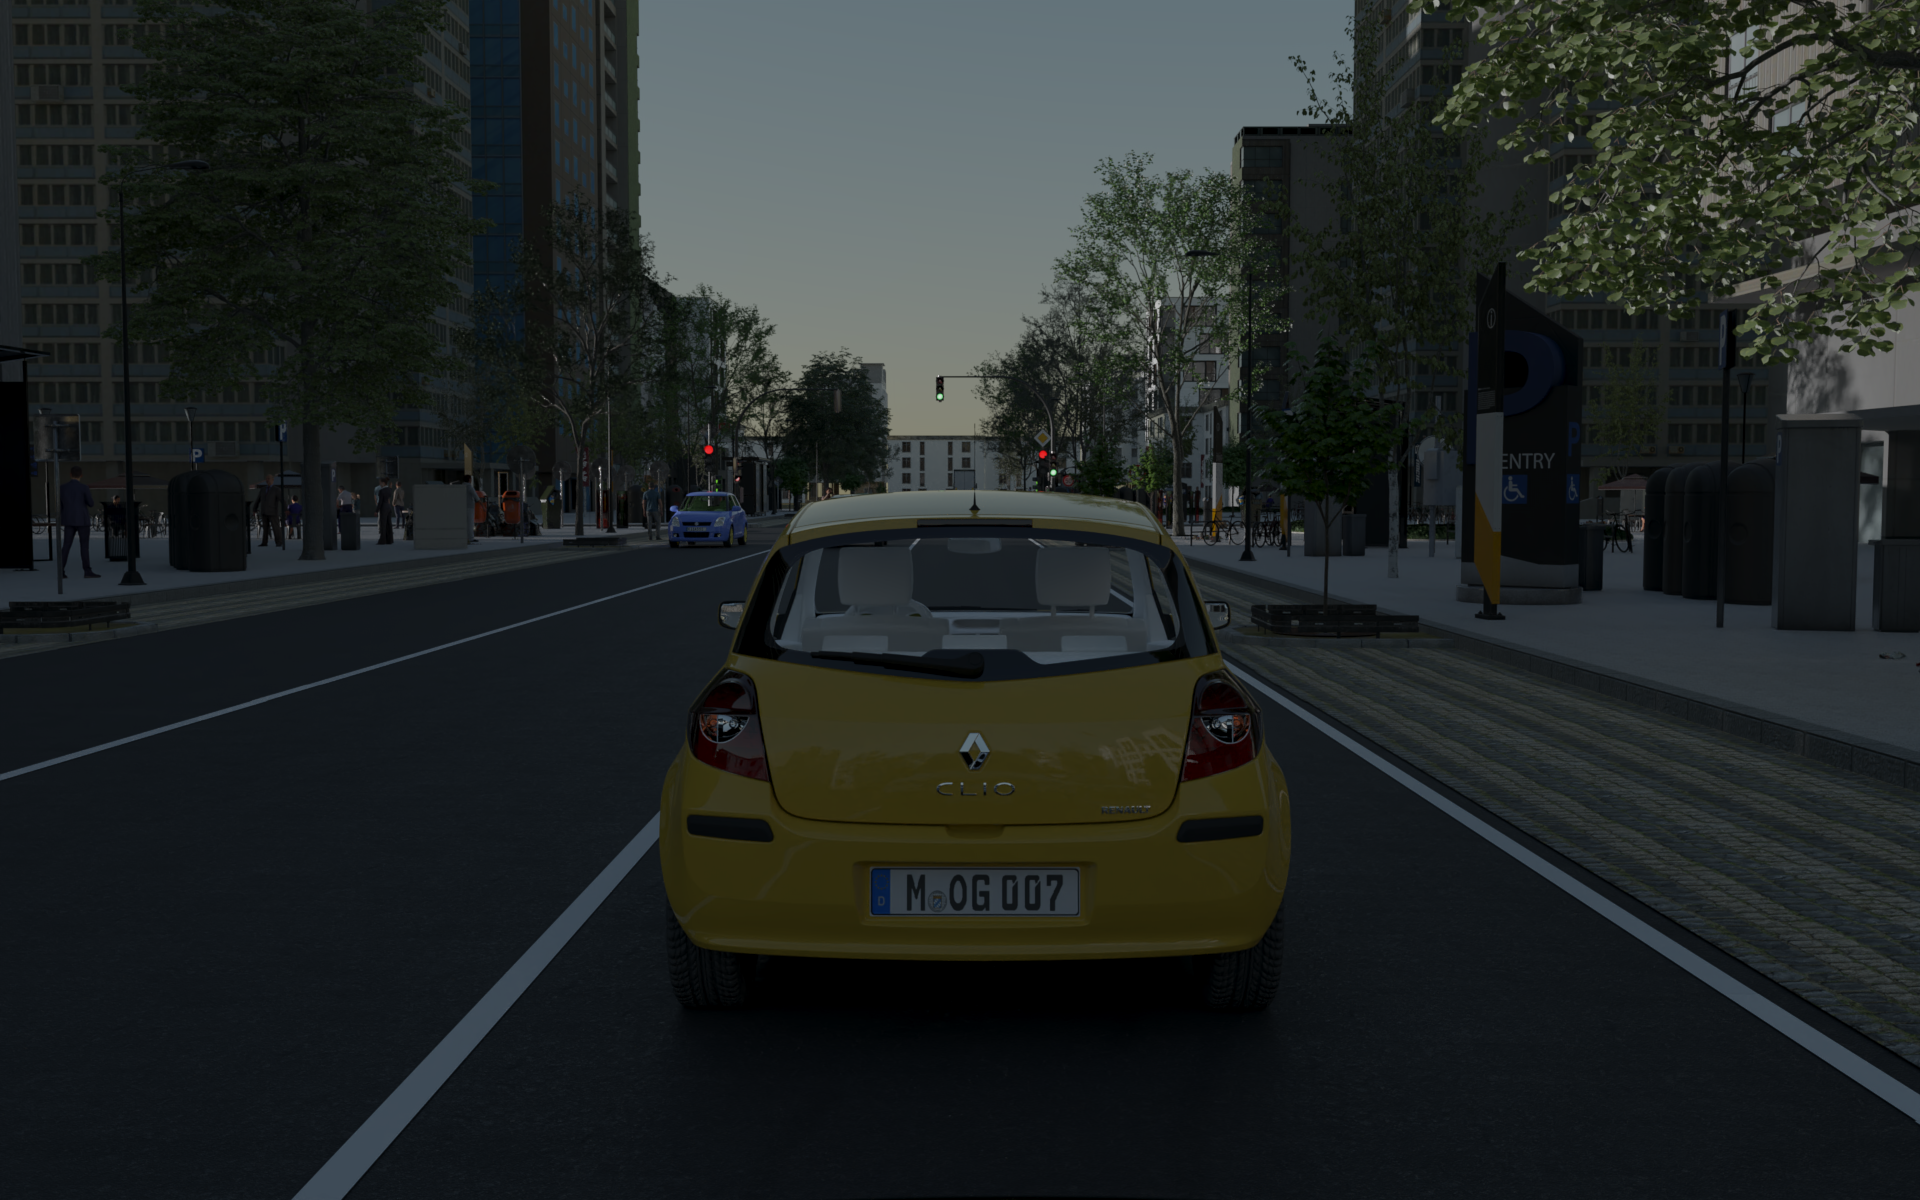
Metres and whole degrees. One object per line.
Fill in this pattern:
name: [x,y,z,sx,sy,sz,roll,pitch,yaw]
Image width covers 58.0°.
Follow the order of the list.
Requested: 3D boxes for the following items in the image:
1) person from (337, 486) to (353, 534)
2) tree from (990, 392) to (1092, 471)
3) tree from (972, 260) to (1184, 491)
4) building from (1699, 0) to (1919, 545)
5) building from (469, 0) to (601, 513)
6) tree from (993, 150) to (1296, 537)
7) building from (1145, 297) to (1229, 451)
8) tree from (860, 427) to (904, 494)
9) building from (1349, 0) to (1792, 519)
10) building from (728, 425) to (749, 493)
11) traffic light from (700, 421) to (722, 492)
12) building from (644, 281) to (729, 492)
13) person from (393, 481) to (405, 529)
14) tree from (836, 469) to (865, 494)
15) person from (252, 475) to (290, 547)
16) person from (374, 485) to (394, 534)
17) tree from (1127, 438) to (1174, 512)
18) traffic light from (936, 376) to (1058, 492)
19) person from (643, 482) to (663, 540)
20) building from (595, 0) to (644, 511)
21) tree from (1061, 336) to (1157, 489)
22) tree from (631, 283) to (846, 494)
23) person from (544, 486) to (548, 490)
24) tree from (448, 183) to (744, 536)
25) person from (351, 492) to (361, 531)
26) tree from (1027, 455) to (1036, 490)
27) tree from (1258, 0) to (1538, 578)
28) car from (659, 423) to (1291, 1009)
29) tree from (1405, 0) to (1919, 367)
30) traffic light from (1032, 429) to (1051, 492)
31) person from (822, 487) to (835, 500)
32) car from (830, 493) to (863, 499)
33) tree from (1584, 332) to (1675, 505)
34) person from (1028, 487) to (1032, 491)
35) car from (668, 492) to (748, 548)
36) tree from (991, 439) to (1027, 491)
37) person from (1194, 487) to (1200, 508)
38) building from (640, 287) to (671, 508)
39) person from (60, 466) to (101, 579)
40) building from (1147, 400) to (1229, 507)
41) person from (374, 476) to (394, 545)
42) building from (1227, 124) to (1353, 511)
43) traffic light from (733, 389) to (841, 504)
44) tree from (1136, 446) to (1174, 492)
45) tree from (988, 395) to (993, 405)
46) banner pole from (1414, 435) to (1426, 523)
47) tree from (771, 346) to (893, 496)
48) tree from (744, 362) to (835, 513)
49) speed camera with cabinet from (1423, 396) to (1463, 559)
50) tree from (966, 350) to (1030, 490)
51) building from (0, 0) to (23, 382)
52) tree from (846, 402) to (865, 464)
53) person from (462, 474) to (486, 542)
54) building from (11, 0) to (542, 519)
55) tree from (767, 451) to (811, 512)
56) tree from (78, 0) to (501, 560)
person: [-19.700,-2.879,55.334,0.590,1.554,0.614,2,4,32]
tree: [6.536,-12.604,140.487,8.767,10.594,7.601,0,4,6]
tree: [6.453,-11.064,91.259,12.009,13.543,11.850,0,3,0]
building: [34.355,-27.273,35.159,28.713,52.752,27.495,0,3,0]
building: [-33.121,-28.633,118.257,14.600,45.320,14.200,0,3,0]
tree: [6.573,-7.755,52.553,9.928,11.665,9.643,0,3,0]
building: [34.664,-21.522,195.852,27.936,21.610,32.646,0,3,0]
tree: [-11.785,-17.857,226.380,7.601,10.594,8.767,3,4,37]
building: [37.019,-25.121,102.607,23.993,40.220,32.217,0,3,0]
building: [-40.252,-16.237,207.621,28.070,9.664,9.099,0,3,0]
traffic light: [-9.596,-4.754,66.644,0.839,4.253,0.868,0,3,0]
building: [-39.865,-20.408,177.641,27.936,21.610,32.646,0,3,0]
person: [-20.965,-3.537,64.408,0.750,1.759,0.617,3,4,36]
tree: [-11.782,-12.299,184.810,4.285,4.588,4.351,0,3,0]
person: [-16.833,-2.182,42.264,0.990,1.755,0.434,1,4,14]
person: [-18.611,-3.046,55.971,0.598,1.807,0.434,3,4,38]
tree: [6.558,-4.032,60.528,1.663,3.219,1.824,0,3,0]
traffic light: [1.453,-5.618,66.520,4.771,5.953,1.251,0,3,0]
person: [-9.532,-2.764,53.821,0.598,1.807,0.434,1,4,10]
building: [-32.635,-27.456,132.498,14.154,41.232,14.086,0,3,0]
tree: [6.648,-7.935,80.095,4.360,8.622,3.978,0,3,0]
tree: [-12.373,-9.828,86.442,9.928,11.665,9.643,0,3,0]
person: [-18.206,-4.209,76.324,0.415,1.643,0.593,-1,4,-19]
tree: [-11.839,-7.251,52.961,8.767,10.594,7.601,0,4,5]
person: [-21.122,-3.098,60.605,0.435,1.345,0.340,1,4,15]
tree: [6.928,-16.045,212.693,4.360,8.622,3.978,0,3,0]
tree: [6.589,-4.632,26.099,4.737,8.622,4.395,0,3,0]
car: [0.051,0.243,6.250,2.015,1.641,3.980,0,4,0]
tree: [6.658,-5.609,9.828,7.486,12.596,7.792,0,3,0]
traffic light: [3.544,-5.243,74.647,0.839,4.253,0.868,0,3,0]
person: [-4.061,-2.687,53.889,0.517,1.644,0.566,1,4,19]
car: [-2.894,-2.314,47.622,2.009,1.686,4.222,0,3,0]
tree: [30.577,-7.908,79.657,4.737,8.622,4.395,0,3,0]
person: [5.486,-7.800,133.445,0.599,1.838,0.709,-2,4,-31]
car: [-6.903,-2.320,47.524,1.945,1.707,3.694,0,4,2]
tree: [5.708,-15.703,207.101,4.360,8.622,3.978,0,3,0]
person: [16.493,-7.000,120.629,0.434,1.807,0.598,-2,4,-26]
building: [-34.768,-18.304,155.696,16.016,20.091,11.380,0,3,0]
person: [-13.429,-1.185,26.337,0.541,1.710,0.530,1,4,12]
building: [23.966,-13.686,165.915,9.099,9.664,28.070,0,3,0]
person: [-14.641,-2.276,44.051,0.445,1.727,0.742,-1,4,-14]
building: [28.449,-22.478,139.222,14.160,30.474,14.107,0,3,0]
traffic light: [-7.505,-6.116,74.664,4.771,5.953,1.251,0,3,0]
tree: [13.538,-8.241,118.448,4.285,4.588,4.351,0,3,0]
tree: [5.784,-11.161,108.245,9.928,11.665,9.643,0,3,0]
banner pole: [19.718,-5.150,74.213,0.401,3.779,0.863,-2,4,-25]
tree: [-11.720,-14.886,150.033,9.857,13.997,8.962,0,3,0]
tree: [-12.600,-11.164,116.943,8.767,10.594,7.601,-2,4,-24]
speed camera with cabinet: [10.060,-2.452,34.430,0.660,3.252,2.038,-1,4,-21]
tree: [7.623,-22.523,224.143,12.611,20.169,13.585,0,3,0]
building: [-32.866,-16.611,43.296,14.107,30.474,14.160,0,3,0]
tree: [-12.628,-14.462,162.203,9.928,11.665,9.643,0,3,0]
person: [-13.053,-2.453,46.303,0.875,1.805,0.789,2,4,32]
building: [-41.883,-24.922,99.351,32.217,40.220,23.993,0,3,0]
tree: [-12.519,-8.741,126.633,4.285,4.588,4.351,0,3,0]
tree: [-12.870,-7.073,33.778,7.486,12.596,7.792,0,3,0]
